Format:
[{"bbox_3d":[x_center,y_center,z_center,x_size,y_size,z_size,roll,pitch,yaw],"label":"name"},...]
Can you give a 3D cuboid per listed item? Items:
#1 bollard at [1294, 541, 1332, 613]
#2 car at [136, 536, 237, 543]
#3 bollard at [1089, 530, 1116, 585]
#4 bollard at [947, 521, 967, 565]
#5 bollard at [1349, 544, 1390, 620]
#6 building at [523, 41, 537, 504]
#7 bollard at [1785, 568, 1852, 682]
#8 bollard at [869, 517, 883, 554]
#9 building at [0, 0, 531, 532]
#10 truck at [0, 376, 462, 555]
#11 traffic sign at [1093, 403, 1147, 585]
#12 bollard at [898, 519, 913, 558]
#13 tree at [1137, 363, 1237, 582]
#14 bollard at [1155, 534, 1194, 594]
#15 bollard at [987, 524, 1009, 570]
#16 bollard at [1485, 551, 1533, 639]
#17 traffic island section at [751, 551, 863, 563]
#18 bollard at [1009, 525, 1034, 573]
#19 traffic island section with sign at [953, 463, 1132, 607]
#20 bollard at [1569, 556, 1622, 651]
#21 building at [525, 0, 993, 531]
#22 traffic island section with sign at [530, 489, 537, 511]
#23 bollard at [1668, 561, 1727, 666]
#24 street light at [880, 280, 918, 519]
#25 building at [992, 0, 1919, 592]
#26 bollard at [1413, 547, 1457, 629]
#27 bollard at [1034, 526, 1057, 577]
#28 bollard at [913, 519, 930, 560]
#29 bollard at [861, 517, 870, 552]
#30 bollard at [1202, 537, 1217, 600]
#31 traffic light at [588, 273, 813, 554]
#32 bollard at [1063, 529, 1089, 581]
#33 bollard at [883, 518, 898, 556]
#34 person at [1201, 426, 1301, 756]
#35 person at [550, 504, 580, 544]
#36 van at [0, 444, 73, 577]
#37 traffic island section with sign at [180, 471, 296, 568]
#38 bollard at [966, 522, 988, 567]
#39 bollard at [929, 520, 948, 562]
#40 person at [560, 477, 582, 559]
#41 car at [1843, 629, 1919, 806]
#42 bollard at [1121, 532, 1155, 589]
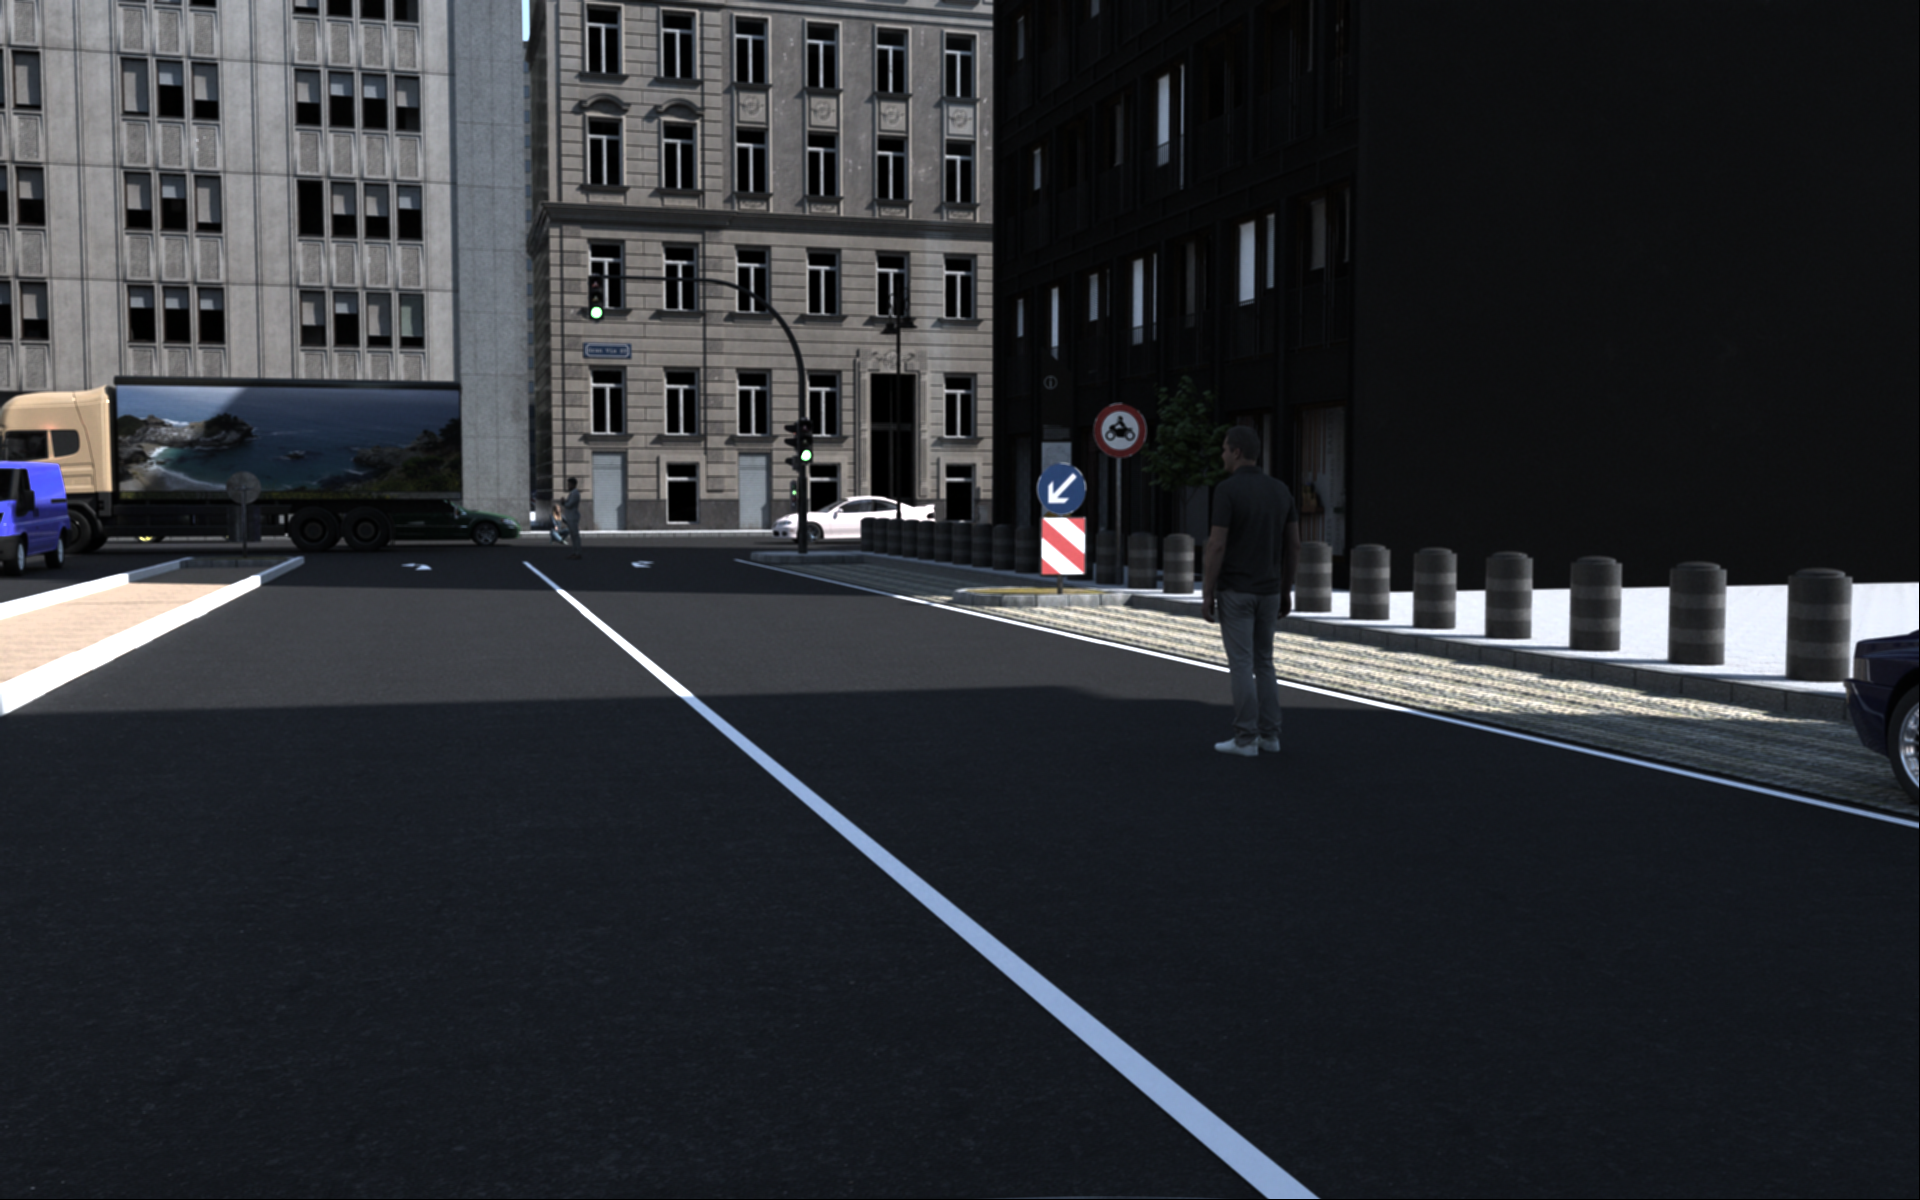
[{"bbox_3d":[3.861,-0.257,18.924,0.404,0.777,0.398,0,3,0],"label":"bollard"},{"bbox_3d":[-22.667,-2.560,51.443,3.694,1.707,1.945,-1,4,-16],"label":"car"},{"bbox_3d":[2.136,-0.610,24.698,0.404,0.777,0.398,0,3,0],"label":"bollard"},{"bbox_3d":[0.061,-1.034,31.630,0.404,0.777,0.398,0,3,0],"label":"bollard"},{"bbox_3d":[4.204,-0.186,17.761,0.404,0.777,0.398,0,3,0],"label":"bollard"},{"bbox_3d":[-50.161,-41.729,224.270,28.212,58.520,21.231,-1,4,-17],"label":"building"},{"bbox_3d":[5.936,0.168,11.972,0.404,0.777,0.398,0,3,0],"label":"bollard"},{"bbox_3d":[-1.661,-1.388,37.413,0.404,0.777,0.398,0,3,0],"label":"bollard"},{"bbox_3d":[-25.744,-14.841,60.668,19.932,24.808,12.078,-1,4,-17],"label":"building"},{"bbox_3d":[-18.131,-3.294,42.775,11.283,4.237,2.839,-1,4,-16],"label":"truck"},{"bbox_3d":[2.234,-1.482,24.341,0.768,2.556,0.104,-1,4,-9],"label":"traffic sign"},{"bbox_3d":[-0.971,-1.247,35.106,0.404,0.777,0.398,0,3,0],"label":"bollard"},{"bbox_3d":[3.237,-1.902,25.702,1.663,3.219,1.824,0,3,0],"label":"tree"},{"bbox_3d":[2.826,-0.469,22.386,0.404,0.777,0.398,0,3,0],"label":"bollard"},{"bbox_3d":[0.752,-0.893,29.324,0.404,0.777,0.398,0,3,0],"label":"bollard"},{"bbox_3d":[4.896,-0.045,15.451,0.404,0.777,0.398,0,3,0],"label":"bollard"},{"bbox_3d":[-3.380,-0.923,37.378,2.009,0.180,2.903,-1,4,-17],"label":"traffic island section"},{"bbox_3d":[1.096,-0.823,28.172,0.404,0.777,0.398,0,3,0],"label":"bollard"},{"bbox_3d":[0.977,-0.863,22.735,1.989,1.847,2.006,-1,4,-17],"label":"traffic island section with sign"},{"bbox_3d":[5.243,0.026,14.288,0.404,0.777,0.398,0,3,0],"label":"bollard"},{"bbox_3d":[-4.016,-16.531,67.550,25.104,27.353,12.463,-1,4,-17],"label":"building"},{"bbox_3d":[-36.922,-8.630,149.723,1.989,1.847,2.006,-1,4,-17],"label":"traffic island section with sign"},{"bbox_3d":[5.587,0.097,13.128,0.404,0.777,0.398,0,3,0],"label":"bollard"},{"bbox_3d":[-1.330,-3.958,37.497,0.468,5.910,1.993,-1,4,-17],"label":"street light"},{"bbox_3d":[8.856,-12.322,31.139,12.332,23.373,15.834,-1,4,-17],"label":"building"},{"bbox_3d":[4.551,-0.115,16.602,0.404,0.777,0.398,0,3,0],"label":"bollard"},{"bbox_3d":[1.444,-0.752,27.010,0.404,0.777,0.398,0,3,0],"label":"bollard"},{"bbox_3d":[-0.631,-1.176,33.944,0.404,0.777,0.398,0,3,0],"label":"bollard"},{"bbox_3d":[-2.012,-1.460,38.588,0.404,0.777,0.398,0,3,0],"label":"bollard"},{"bbox_3d":[3.171,-0.398,21.226,0.404,0.777,0.398,0,3,0],"label":"bollard"},{"bbox_3d":[-5.401,-3.783,36.518,4.771,5.953,1.251,-1,4,-17],"label":"traffic light"},{"bbox_3d":[1.793,-0.681,25.850,0.404,0.777,0.398,0,3,0],"label":"bollard"},{"bbox_3d":[-1.317,-1.317,36.257,0.404,0.777,0.398,0,3,0],"label":"bollard"},{"bbox_3d":[1.594,-0.060,9.602,0.598,1.807,0.434,-1,4,-18],"label":"person"},{"bbox_3d":[-11.374,-2.177,49.599,0.738,1.151,1.012,3,5,41],"label":"person"},{"bbox_3d":[-17.750,-1.662,31.553,2.240,2.365,5.245,-1,4,-17],"label":"van"},{"bbox_3d":[-14.285,-1.605,34.386,2.006,1.907,1.989,-1,4,-17],"label":"traffic island section with sign"},{"bbox_3d":[0.407,-0.964,30.476,0.404,0.777,0.398,0,3,0],"label":"bollard"},{"bbox_3d":[-0.284,-1.106,32.794,0.404,0.777,0.398,0,3,0],"label":"bollard"},{"bbox_3d":[-8.640,-1.817,38.393,0.466,1.800,0.511,-3,4,-37],"label":"person"},{"bbox_3d":[5.508,0.353,6.813,1.945,1.354,3.894,-1,4,-16],"label":"car"},{"bbox_3d":[2.480,-0.540,23.546,0.404,0.777,0.398,0,3,0],"label":"bollard"}]
